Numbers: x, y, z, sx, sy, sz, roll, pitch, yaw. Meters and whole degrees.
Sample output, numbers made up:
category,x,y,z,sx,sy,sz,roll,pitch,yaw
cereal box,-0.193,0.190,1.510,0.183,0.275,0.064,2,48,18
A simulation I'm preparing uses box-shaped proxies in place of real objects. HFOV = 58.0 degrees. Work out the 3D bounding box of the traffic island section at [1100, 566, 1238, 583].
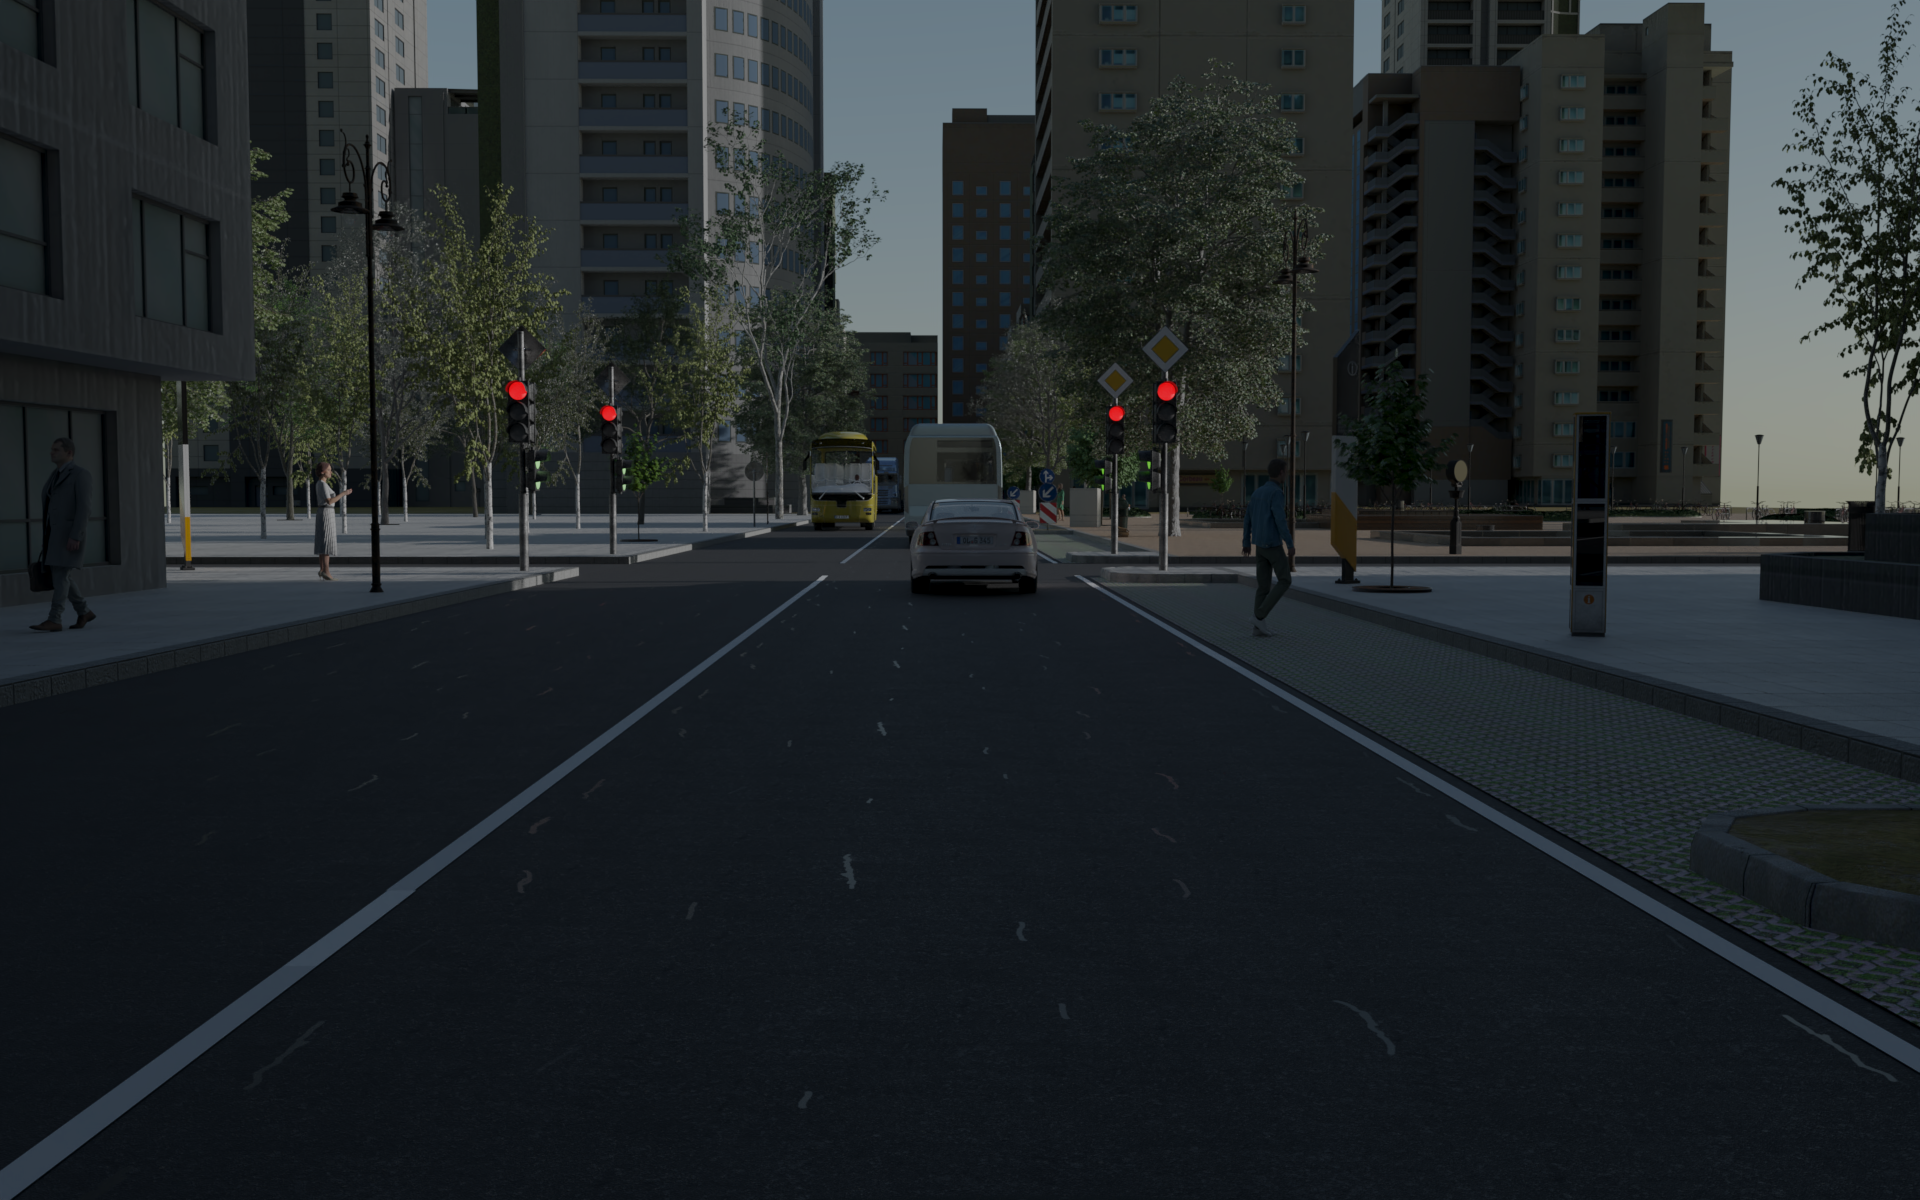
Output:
category,x,y,z,sx,sy,sz,roll,pitch,yaw
traffic island section,3.437,-0.417,29.102,2.009,0.180,2.903,0,4,-1

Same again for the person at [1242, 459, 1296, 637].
category,x,y,z,sx,sy,sz,roll,pitch,yaw
person,3.065,-0.518,17.309,0.444,1.785,0.601,-1,4,-17

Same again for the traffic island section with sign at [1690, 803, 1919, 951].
category,x,y,z,sx,sy,sz,roll,pitch,yaw
traffic island section with sign,3.765,0.155,6.097,1.989,1.847,2.006,0,4,-1

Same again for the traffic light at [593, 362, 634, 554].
category,x,y,z,sx,sy,sz,roll,pitch,yaw
traffic light,-7.375,-2.929,36.807,0.839,4.253,0.868,0,4,-1

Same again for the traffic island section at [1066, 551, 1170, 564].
category,x,y,z,sx,sy,sz,roll,pitch,yaw
traffic island section,3.326,-0.906,37.086,2.009,0.180,2.903,0,4,-1

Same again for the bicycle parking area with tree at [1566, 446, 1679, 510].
category,x,y,z,sx,sy,sz,roll,pitch,yaw
bicycle parking area with tree,41.451,-7.187,104.505,8.231,4.147,9.016,0,4,-5

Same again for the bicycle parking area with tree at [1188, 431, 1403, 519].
category,x,y,z,sx,sy,sz,roll,pitch,yaw
bicycle parking area with tree,15.949,-5.777,81.451,9.016,4.147,8.231,1,4,15

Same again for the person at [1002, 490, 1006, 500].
category,x,y,z,sx,sy,sz,roll,pitch,yaw
person,4.417,-10.630,180.518,1.217,1.739,0.721,-3,5,-45

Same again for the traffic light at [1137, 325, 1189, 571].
category,x,y,z,sx,sy,sz,roll,pitch,yaw
traffic light,3.397,-2.451,28.987,0.839,4.253,0.868,0,4,-1

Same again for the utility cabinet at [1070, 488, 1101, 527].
category,x,y,z,sx,sy,sz,roll,pitch,yaw
utility cabinet,4.786,-3.515,66.149,1.173,1.500,0.318,2,4,31

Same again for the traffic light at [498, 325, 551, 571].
category,x,y,z,sx,sy,sz,roll,pitch,yaw
traffic light,-7.263,-2.440,28.823,0.839,4.253,0.868,0,4,-1

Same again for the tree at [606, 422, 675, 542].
category,x,y,z,sx,sy,sz,roll,pitch,yaw
tree,-8.823,-3.196,46.859,1.663,3.219,1.824,0,3,0

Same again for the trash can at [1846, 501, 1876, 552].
category,x,y,z,sx,sy,sz,roll,pitch,yaw
trash can,19.072,-1.521,36.528,0.748,1.137,0.748,0,3,0

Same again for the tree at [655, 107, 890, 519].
category,x,y,z,sx,sy,sz,roll,pitch,yaw
tree,-10.637,-14.181,87.744,12.611,20.169,13.585,0,3,0

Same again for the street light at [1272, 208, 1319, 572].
category,x,y,z,sx,sy,sz,roll,pitch,yaw
street light,5.454,-3.397,28.336,0.468,5.910,1.993,0,4,-1

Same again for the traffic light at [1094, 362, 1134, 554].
category,x,y,z,sx,sy,sz,roll,pitch,yaw
traffic light,3.285,-2.939,36.972,0.839,4.253,0.868,0,4,-1

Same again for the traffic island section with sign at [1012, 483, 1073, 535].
category,x,y,z,sx,sy,sz,roll,pitch,yaw
traffic island section with sign,2.980,-3.247,61.723,1.989,1.847,2.006,0,4,-1

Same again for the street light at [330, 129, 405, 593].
category,x,y,z,sx,sy,sz,roll,pitch,yaw
street light,-7.619,-3.037,22.437,0.468,5.910,1.993,0,4,-1

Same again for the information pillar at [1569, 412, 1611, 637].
category,x,y,z,sx,sy,sz,roll,pitch,yaw
information pillar,5.685,-0.682,15.639,0.304,2.012,0.304,1,4,16

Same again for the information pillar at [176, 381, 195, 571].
category,x,y,z,sx,sy,sz,roll,pitch,yaw
information pillar,-13.076,-2.313,29.175,0.183,3.616,0.504,-2,4,-33

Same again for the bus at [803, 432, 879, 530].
category,x,y,z,sx,sy,sz,roll,pitch,yaw
bus,-4.745,-4.914,71.886,2.896,3.916,12.252,0,4,-2

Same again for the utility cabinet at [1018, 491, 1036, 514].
category,x,y,z,sx,sy,sz,roll,pitch,yaw
utility cabinet,4.193,-6.120,108.740,1.173,1.500,0.318,2,4,33

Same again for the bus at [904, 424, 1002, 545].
category,x,y,z,sx,sy,sz,roll,pitch,yaw
bus,-0.275,-3.488,51.893,2.948,3.499,13.247,0,4,-1

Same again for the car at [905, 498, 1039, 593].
category,x,y,z,sx,sy,sz,roll,pitch,yaw
car,0.191,-0.862,26.451,2.083,1.381,4.827,0,4,0

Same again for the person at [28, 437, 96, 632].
category,x,y,z,sx,sy,sz,roll,pitch,yaw
person,-8.451,-0.619,16.270,0.694,1.812,0.767,2,4,33

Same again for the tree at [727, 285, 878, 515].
category,x,y,z,sx,sy,sz,roll,pitch,yaw
tree,-9.582,-12.079,104.143,9.857,13.997,8.962,0,3,0

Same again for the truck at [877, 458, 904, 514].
category,x,y,z,sx,sy,sz,roll,pitch,yaw
truck,-5.703,-8.798,133.613,2.967,4.110,18.799,0,3,0

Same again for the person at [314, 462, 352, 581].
category,x,y,z,sx,sy,sz,roll,pitch,yaw
person,-9.340,-1.170,25.746,0.524,1.755,0.480,-2,4,-31

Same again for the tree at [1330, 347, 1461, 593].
category,x,y,z,sx,sy,sz,roll,pitch,yaw
tree,5.833,-1.727,22.830,1.663,3.219,1.824,0,3,0

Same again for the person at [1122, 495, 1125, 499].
category,x,y,z,sx,sy,sz,roll,pitch,yaw
person,10.481,-6.158,111.394,0.362,1.253,0.373,1,4,13

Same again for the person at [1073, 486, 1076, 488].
category,x,y,z,sx,sy,sz,roll,pitch,yaw
person,7.803,-6.908,118.994,0.705,1.823,1.348,1,4,13

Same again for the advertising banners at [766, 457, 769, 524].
category,x,y,z,sx,sy,sz,roll,pitch,yaw
advertising banners,-8.170,-4.726,73.462,0.090,3.025,2.074,0,4,-5

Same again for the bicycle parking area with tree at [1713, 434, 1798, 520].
category,x,y,z,sx,sy,sz,roll,pitch,yaw
bicycle parking area with tree,40.515,-5.798,81.793,9.016,4.147,8.231,-2,4,-35

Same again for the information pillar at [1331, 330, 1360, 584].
category,x,y,z,sx,sy,sz,roll,pitch,yaw
information pillar,5.494,-2.038,24.680,0.504,3.616,0.183,-3,4,-37

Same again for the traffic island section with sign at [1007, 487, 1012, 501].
category,x,y,z,sx,sy,sz,roll,pitch,yaw
traffic island section with sign,2.615,-4.896,88.676,1.989,1.847,2.006,0,4,-1

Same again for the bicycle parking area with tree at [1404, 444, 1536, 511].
category,x,y,z,sx,sy,sz,roll,pitch,yaw
bicycle parking area with tree,28.464,-6.988,101.260,9.016,4.147,8.231,0,4,4

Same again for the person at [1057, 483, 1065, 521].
category,x,y,z,sx,sy,sz,roll,pitch,yaw
person,4.826,-4.692,82.998,0.529,1.795,0.600,-3,4,-36

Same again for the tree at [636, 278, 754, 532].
category,x,y,z,sx,sy,sz,roll,pitch,yaw
tree,-8.846,-6.663,59.310,4.737,8.622,4.395,0,3,0

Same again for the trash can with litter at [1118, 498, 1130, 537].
category,x,y,z,sx,sy,sz,roll,pitch,yaw
trash can with litter,4.855,-2.459,51.596,0.624,1.170,1.055,0,4,-7
